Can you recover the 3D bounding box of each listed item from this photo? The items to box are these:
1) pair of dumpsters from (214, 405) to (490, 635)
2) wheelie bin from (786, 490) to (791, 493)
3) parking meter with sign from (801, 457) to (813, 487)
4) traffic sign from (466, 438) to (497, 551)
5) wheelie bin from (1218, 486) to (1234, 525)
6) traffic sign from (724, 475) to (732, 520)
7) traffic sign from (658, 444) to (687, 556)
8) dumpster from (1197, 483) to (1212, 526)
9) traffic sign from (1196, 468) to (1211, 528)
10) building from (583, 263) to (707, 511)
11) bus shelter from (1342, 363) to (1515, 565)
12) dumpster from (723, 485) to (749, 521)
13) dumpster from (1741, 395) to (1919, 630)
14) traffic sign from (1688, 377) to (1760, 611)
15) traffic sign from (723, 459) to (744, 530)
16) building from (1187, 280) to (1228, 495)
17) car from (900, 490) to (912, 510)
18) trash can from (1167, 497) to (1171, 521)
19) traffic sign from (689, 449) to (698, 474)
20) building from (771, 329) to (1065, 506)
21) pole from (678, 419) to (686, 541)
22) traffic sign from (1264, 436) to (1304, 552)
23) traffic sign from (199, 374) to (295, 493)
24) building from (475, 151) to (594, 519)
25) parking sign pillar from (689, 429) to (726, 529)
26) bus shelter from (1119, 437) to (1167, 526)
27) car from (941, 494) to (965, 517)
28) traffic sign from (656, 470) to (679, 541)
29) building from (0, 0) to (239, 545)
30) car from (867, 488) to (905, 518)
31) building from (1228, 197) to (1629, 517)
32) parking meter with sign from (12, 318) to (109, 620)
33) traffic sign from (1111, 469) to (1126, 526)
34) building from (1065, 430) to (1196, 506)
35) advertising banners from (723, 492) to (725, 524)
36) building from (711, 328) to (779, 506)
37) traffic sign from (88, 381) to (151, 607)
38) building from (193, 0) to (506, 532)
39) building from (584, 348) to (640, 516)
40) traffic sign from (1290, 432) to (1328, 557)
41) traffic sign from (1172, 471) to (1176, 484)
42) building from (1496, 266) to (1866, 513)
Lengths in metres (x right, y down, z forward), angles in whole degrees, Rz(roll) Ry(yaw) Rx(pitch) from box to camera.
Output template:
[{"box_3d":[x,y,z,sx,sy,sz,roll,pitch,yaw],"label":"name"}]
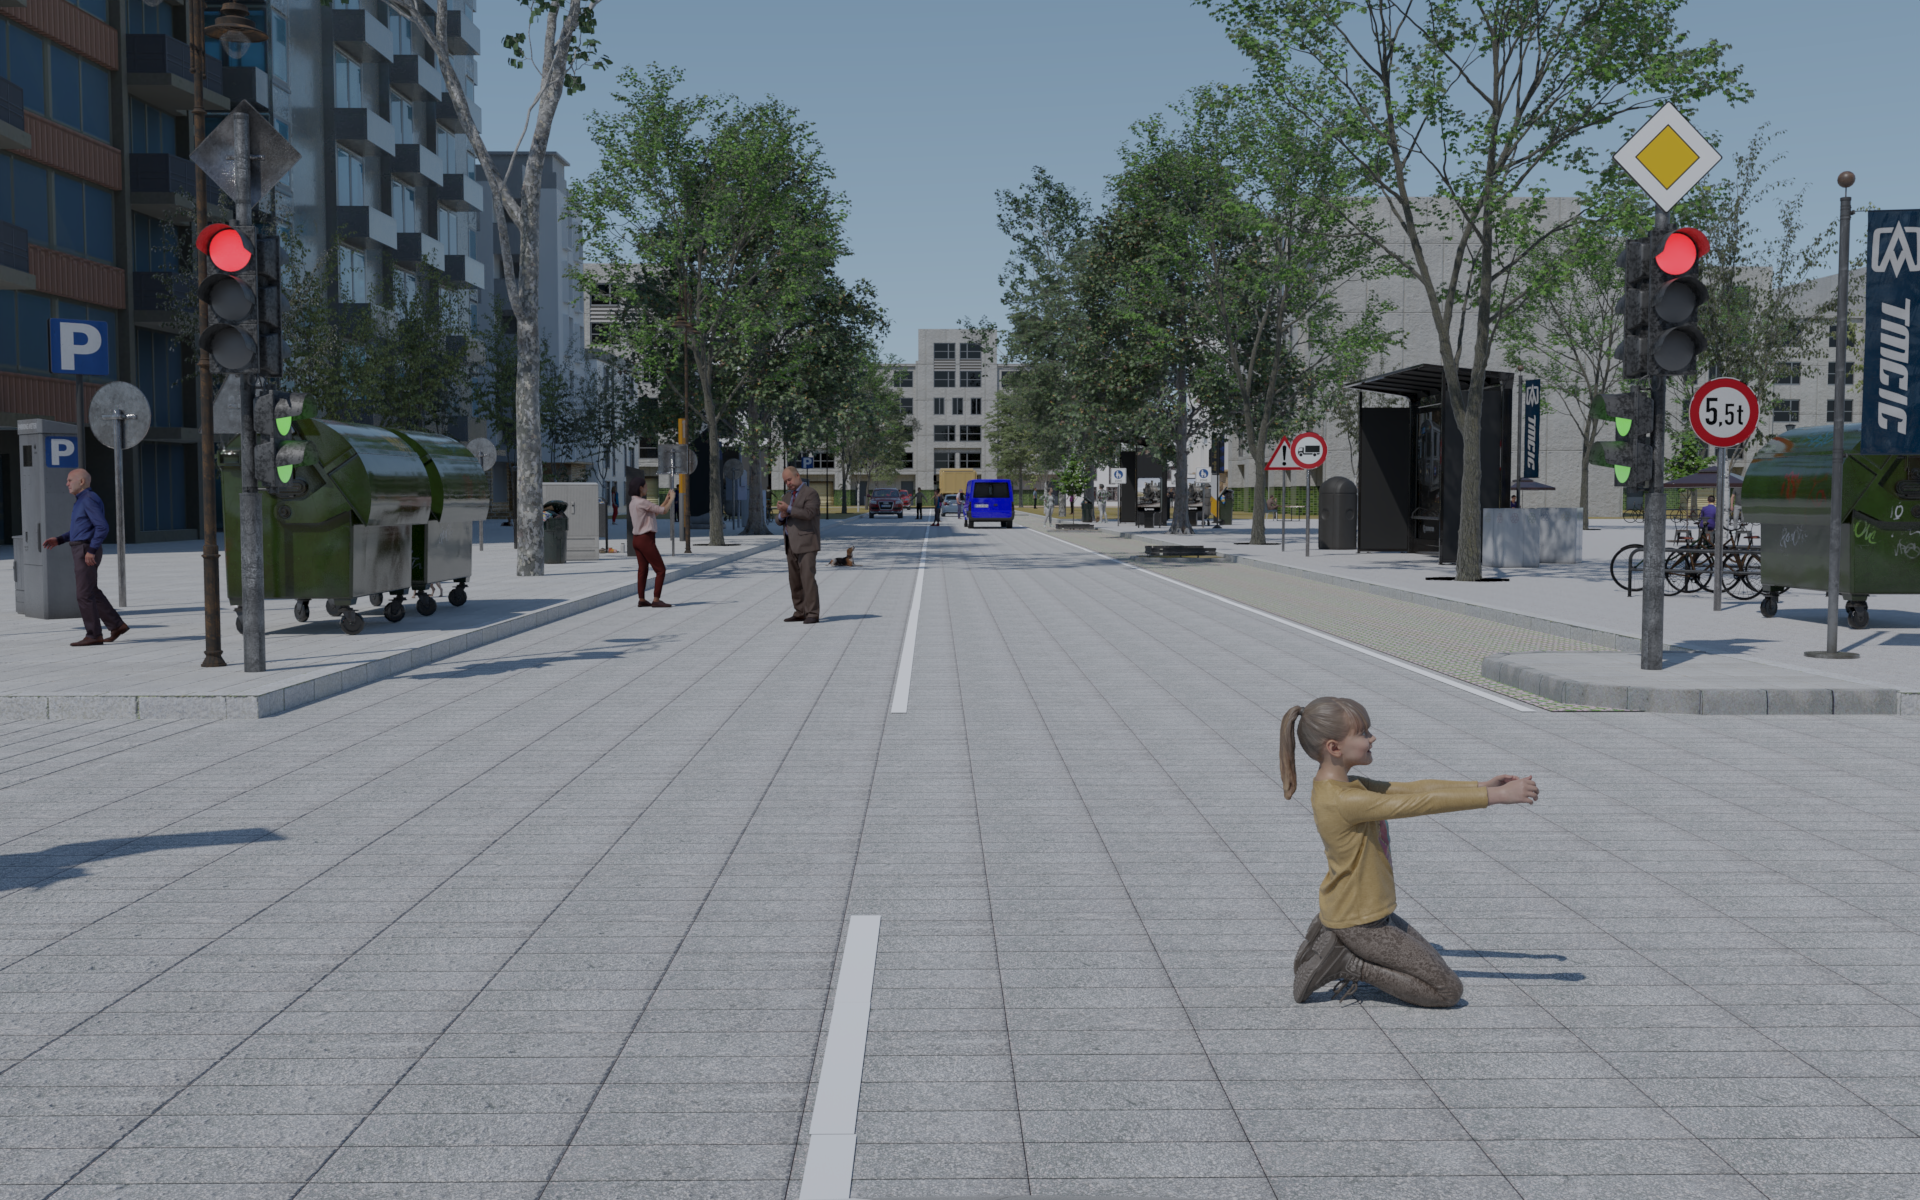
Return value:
[{"box_3d":[-6.096,-0.927,17.653,1.574,2.255,4.437,0,4,-1],"label":"pair of dumpsters"},{"box_3d":[-8.364,-4.827,86.837,0.693,1.594,0.980,-2,4,-25],"label":"wheelie bin"},{"box_3d":[-7.403,-5.272,82.453,0.543,3.016,1.738,-1,4,-14],"label":"parking meter with sign"},{"box_3d":[-10.806,-2.381,39.028,0.768,2.556,0.104,1,4,9],"label":"traffic sign"},{"box_3d":[11.026,-3.909,71.827,0.693,1.594,0.980,0,4,5],"label":"wheelie bin"},{"box_3d":[-11.107,-5.154,84.377,0.768,2.556,0.104,0,4,4],"label":"traffic sign"},{"box_3d":[-5.890,-2.043,35.529,0.606,2.300,0.079,0,4,3],"label":"traffic sign"},{"box_3d":[9.520,-3.946,70.283,1.264,1.857,1.865,0,4,-1],"label":"dumpster"},{"box_3d":[9.233,-3.887,65.675,0.606,2.300,0.079,1,4,9],"label":"traffic sign"},{"box_3d":[-37.441,-16.803,141.185,31.486,18.905,16.747,0,4,-1],"label":"building"},{"box_3d":[9.125,-2.629,34.267,1.731,3.624,6.357,0,4,-1],"label":"bus shelter"},{"box_3d":[-10.631,-4.698,82.576,1.264,1.857,1.865,0,4,-1],"label":"dumpster"},{"box_3d":[8.897,-0.894,17.113,1.502,2.255,1.985,0,4,-1],"label":"dumpster"},{"box_3d":[8.318,-1.152,18.945,0.768,2.556,0.104,0,4,1],"label":"traffic sign"},{"box_3d":[-8.121,-3.789,62.062,0.768,2.556,0.104,0,4,8],"label":"traffic sign"},{"box_3d":[27.300,-17.637,144.784,16.016,20.091,11.380,0,4,-1],"label":"building"},{"box_3d":[-5.451,-8.969,155.308,2.281,1.827,5.304,0,4,-1],"label":"car"},{"box_3d":[9.877,-4.419,83.903,0.748,1.137,0.748,0,3,0],"label":"trash can"},{"box_3d":[-7.546,-2.886,47.293,0.768,2.556,0.104,0,4,8],"label":"traffic sign"},{"box_3d":[-4.593,-20.028,193.908,31.486,18.905,16.747,0,4,-1],"label":"building"},{"box_3d":[-7.504,-3.245,46.903,0.158,3.312,0.155,0,3,0],"label":"pole"},{"box_3d":[7.207,-2.358,38.555,0.884,2.594,0.081,0,4,3],"label":"traffic sign"},{"box_3d":[-6.260,-0.929,15.187,0.884,2.594,0.081,0,4,7],"label":"traffic sign"},{"box_3d":[-28.763,-14.513,93.702,16.016,20.091,11.380,0,4,-1],"label":"building"},{"box_3d":[-9.334,-4.596,63.620,1.447,3.967,1.447,2,4,31],"label":"parking sign pillar"},{"box_3d":[7.476,-4.951,72.228,1.731,3.624,6.357,0,4,-1],"label":"bus shelter"},{"box_3d":[-0.336,-6.031,110.606,2.014,1.417,4.499,0,4,-2],"label":"car"},{"box_3d":[-7.945,-2.911,47.594,0.884,2.594,0.081,1,4,8],"label":"traffic sign"},{"box_3d":[-30.798,-23.511,39.034,22.147,44.769,28.867,0,4,-1],"label":"building"},{"box_3d":[-4.434,-5.803,103.552,2.281,1.827,5.304,0,4,-3],"label":"car"},{"box_3d":[28.376,-15.002,111.734,16.747,18.905,31.486,0,4,-1],"label":"building"},{"box_3d":[-9.406,-1.328,17.975,1.738,3.016,0.543,3,5,44],"label":"parking meter with sign"},{"box_3d":[6.291,-4.077,68.785,0.606,2.300,0.079,0,4,6],"label":"traffic sign"},{"box_3d":[25.242,-15.201,190.680,28.070,9.664,9.099,0,4,-1],"label":"building"},{"box_3d":[-10.141,-4.518,70.064,0.090,3.025,2.074,2,4,25],"label":"advertising banners"},{"box_3d":[-37.068,-21.702,198.806,32.646,21.610,27.936,0,4,-1],"label":"building"},{"box_3d":[-9.508,-1.192,19.592,0.768,2.556,0.104,1,4,8],"label":"traffic sign"},{"box_3d":[-32.526,-27.509,69.384,23.786,49.044,30.456,0,4,-1],"label":"building"},{"box_3d":[-25.531,-10.496,113.761,9.099,9.664,28.070,0,4,-1],"label":"building"},{"box_3d":[7.123,-2.160,35.421,0.768,2.556,0.104,0,4,6],"label":"traffic sign"},{"box_3d":[9.390,-4.431,74.570,0.606,2.300,0.079,0,4,1],"label":"traffic sign"},{"box_3d":[62.854,-16.920,143.102,31.486,18.905,16.747,0,4,-1],"label":"building"}]
